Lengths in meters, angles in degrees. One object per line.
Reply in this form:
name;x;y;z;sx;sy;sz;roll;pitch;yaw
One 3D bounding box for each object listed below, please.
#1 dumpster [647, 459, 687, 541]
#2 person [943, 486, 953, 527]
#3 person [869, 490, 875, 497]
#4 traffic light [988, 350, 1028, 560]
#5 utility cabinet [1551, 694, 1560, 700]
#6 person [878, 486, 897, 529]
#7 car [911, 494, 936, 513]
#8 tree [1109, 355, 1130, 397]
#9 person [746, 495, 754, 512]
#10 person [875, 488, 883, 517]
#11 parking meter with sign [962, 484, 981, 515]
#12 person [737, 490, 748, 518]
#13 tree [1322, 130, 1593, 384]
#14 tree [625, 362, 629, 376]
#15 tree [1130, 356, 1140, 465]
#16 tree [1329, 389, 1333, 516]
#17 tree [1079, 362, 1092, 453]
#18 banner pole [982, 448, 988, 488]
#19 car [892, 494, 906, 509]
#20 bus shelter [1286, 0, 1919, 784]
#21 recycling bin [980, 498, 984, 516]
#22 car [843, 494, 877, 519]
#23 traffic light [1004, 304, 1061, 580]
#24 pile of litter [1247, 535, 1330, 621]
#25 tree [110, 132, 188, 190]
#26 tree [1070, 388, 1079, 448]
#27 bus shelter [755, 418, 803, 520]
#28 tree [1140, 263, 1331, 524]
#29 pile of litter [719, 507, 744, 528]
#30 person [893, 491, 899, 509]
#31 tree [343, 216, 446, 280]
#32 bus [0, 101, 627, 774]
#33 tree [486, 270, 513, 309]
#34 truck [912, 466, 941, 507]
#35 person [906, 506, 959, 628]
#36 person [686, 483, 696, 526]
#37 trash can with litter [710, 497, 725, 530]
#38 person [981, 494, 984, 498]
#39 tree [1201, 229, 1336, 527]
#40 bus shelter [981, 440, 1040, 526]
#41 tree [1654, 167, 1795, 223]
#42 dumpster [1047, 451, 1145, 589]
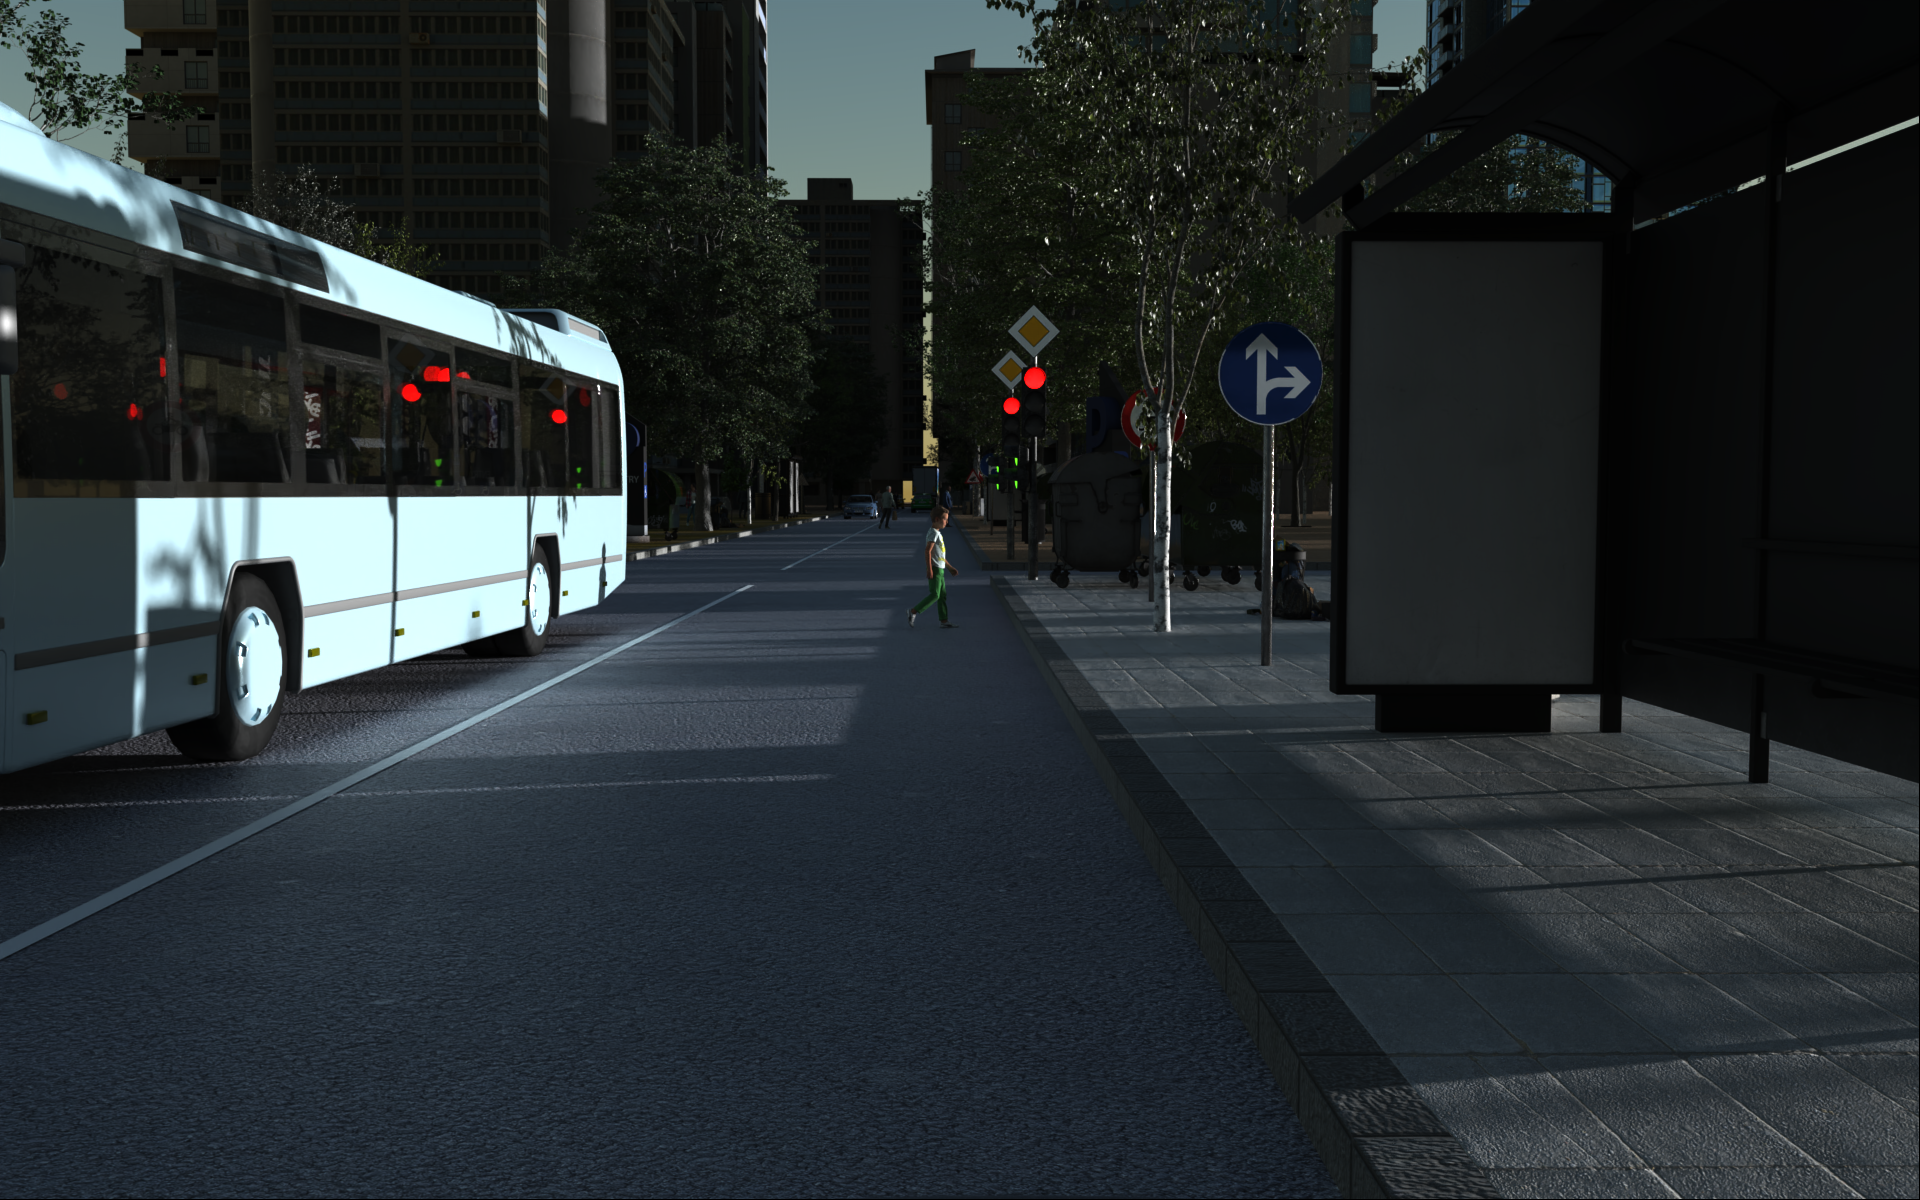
dumpster;-8.418;-2.764;47.687;1.502;2.255;1.985;0;4;-1
person;-0.524;-4.076;75.331;0.419;1.800;0.721;0;4;7
person;-7.205;-7.969;139.311;1.217;1.766;0.721;2;4;34
traffic light;0.973;-2.745;33.801;0.839;4.253;0.868;0;4;-1
utility cabinet;3.251;-0.100;10.313;0.318;1.500;1.173;3;4;36
person;-2.948;-3.820;71.442;0.782;1.767;0.515;2;4;35
car;-2.831;-7.617;133.340;1.959;1.807;4.718;0;4;1
tree;9.012;-7.739;76.895;4.737;8.622;4.395;0;3;0
person;-15.076;-7.143;122.468;1.348;1.869;0.705;3;5;41
person;-5.064;-6.137;109.182;0.599;1.781;0.374;-1;4;-12
parking meter with sign;0.922;-6.841;108.105;1.738;3.016;0.543;-3;5;-41
person;-11.484;-5.228;91.700;0.661;1.801;0.590;-1;4;-11
tree;16.175;-9.186;56.841;9.857;13.997;8.962;0;3;0
tree;-15.521;-7.544;73.707;4.360;8.622;3.978;0;3;0
tree;8.737;-6.767;61.003;4.737;8.622;4.395;0;3;0
tree;14.894;-7.585;74.372;4.737;8.622;4.395;0;3;0
tree;8.433;-8.068;82.272;4.737;8.622;4.395;0;3;0
banner pole;1.341;-6.195;91.312;0.401;3.779;0.863;2;4;24
car;-6.209;-9.530;166.044;2.015;1.641;3.980;0;4;-1
bus shelter;2.827;-0.786;6.779;2.014;3.302;5.546;0;4;-1
recycling bin;1.282;-5.378;100.489;0.722;1.027;0.722;-2;4;-31
car;-5.732;-5.383;100.012;2.014;1.417;4.499;0;4;0
traffic light;1.075;-2.257;25.817;0.839;4.253;0.868;0;4;-1
pile of litter;3.638;-0.261;18.231;1.176;0.858;1.719;0;4;3
tree;-17.472;-5.251;36.213;4.360;8.622;3.978;0;3;0
tree;7.045;-8.539;89.971;4.737;8.622;4.395;0;3;0
bus shelter;-9.713;-6.944;91.163;2.179;5.291;8.768;0;4;-1
tree;8.634;-6.402;55.028;4.737;8.622;4.395;0;3;0
pile of litter;-8.844;-3.191;66.131;1.176;0.858;1.719;-1;4;-12
person;-6.064;-9.314;161.587;0.742;1.727;0.445;-3;4;-38
tree;-15.493;-5.824;45.585;4.737;8.622;4.395;0;3;0
bus;-4.979;-1.055;12.109;2.948;3.499;13.247;0;4;1
tree;-20.234;-11.032;87.020;9.857;13.997;8.962;0;3;0
truck;-3.461;-11.558;177.891;2.839;4.237;11.283;0;4;1
person;-0.297;-0.350;18.478;0.590;1.304;0.306;-1;4;-13
person;-10.765;-3.845;69.741;0.563;1.720;0.643;-1;4;-20
trash can with litter;-8.924;-3.100;62.068;0.624;1.170;1.055;1;4;20
person;2.058;-7.988;136.734;0.705;1.812;1.348;2;4;33
tree;13.106;-8.641;67.038;9.928;11.665;9.643;0;3;0
bus shelter;1.876;-4.417;66.145;2.014;3.302;5.546;0;4;-1
tree;20.081;-6.870;46.740;8.767;10.594;7.601;0;4;2
dumpster;1.900;-1.126;24.175;1.264;1.857;1.865;0;4;-1
